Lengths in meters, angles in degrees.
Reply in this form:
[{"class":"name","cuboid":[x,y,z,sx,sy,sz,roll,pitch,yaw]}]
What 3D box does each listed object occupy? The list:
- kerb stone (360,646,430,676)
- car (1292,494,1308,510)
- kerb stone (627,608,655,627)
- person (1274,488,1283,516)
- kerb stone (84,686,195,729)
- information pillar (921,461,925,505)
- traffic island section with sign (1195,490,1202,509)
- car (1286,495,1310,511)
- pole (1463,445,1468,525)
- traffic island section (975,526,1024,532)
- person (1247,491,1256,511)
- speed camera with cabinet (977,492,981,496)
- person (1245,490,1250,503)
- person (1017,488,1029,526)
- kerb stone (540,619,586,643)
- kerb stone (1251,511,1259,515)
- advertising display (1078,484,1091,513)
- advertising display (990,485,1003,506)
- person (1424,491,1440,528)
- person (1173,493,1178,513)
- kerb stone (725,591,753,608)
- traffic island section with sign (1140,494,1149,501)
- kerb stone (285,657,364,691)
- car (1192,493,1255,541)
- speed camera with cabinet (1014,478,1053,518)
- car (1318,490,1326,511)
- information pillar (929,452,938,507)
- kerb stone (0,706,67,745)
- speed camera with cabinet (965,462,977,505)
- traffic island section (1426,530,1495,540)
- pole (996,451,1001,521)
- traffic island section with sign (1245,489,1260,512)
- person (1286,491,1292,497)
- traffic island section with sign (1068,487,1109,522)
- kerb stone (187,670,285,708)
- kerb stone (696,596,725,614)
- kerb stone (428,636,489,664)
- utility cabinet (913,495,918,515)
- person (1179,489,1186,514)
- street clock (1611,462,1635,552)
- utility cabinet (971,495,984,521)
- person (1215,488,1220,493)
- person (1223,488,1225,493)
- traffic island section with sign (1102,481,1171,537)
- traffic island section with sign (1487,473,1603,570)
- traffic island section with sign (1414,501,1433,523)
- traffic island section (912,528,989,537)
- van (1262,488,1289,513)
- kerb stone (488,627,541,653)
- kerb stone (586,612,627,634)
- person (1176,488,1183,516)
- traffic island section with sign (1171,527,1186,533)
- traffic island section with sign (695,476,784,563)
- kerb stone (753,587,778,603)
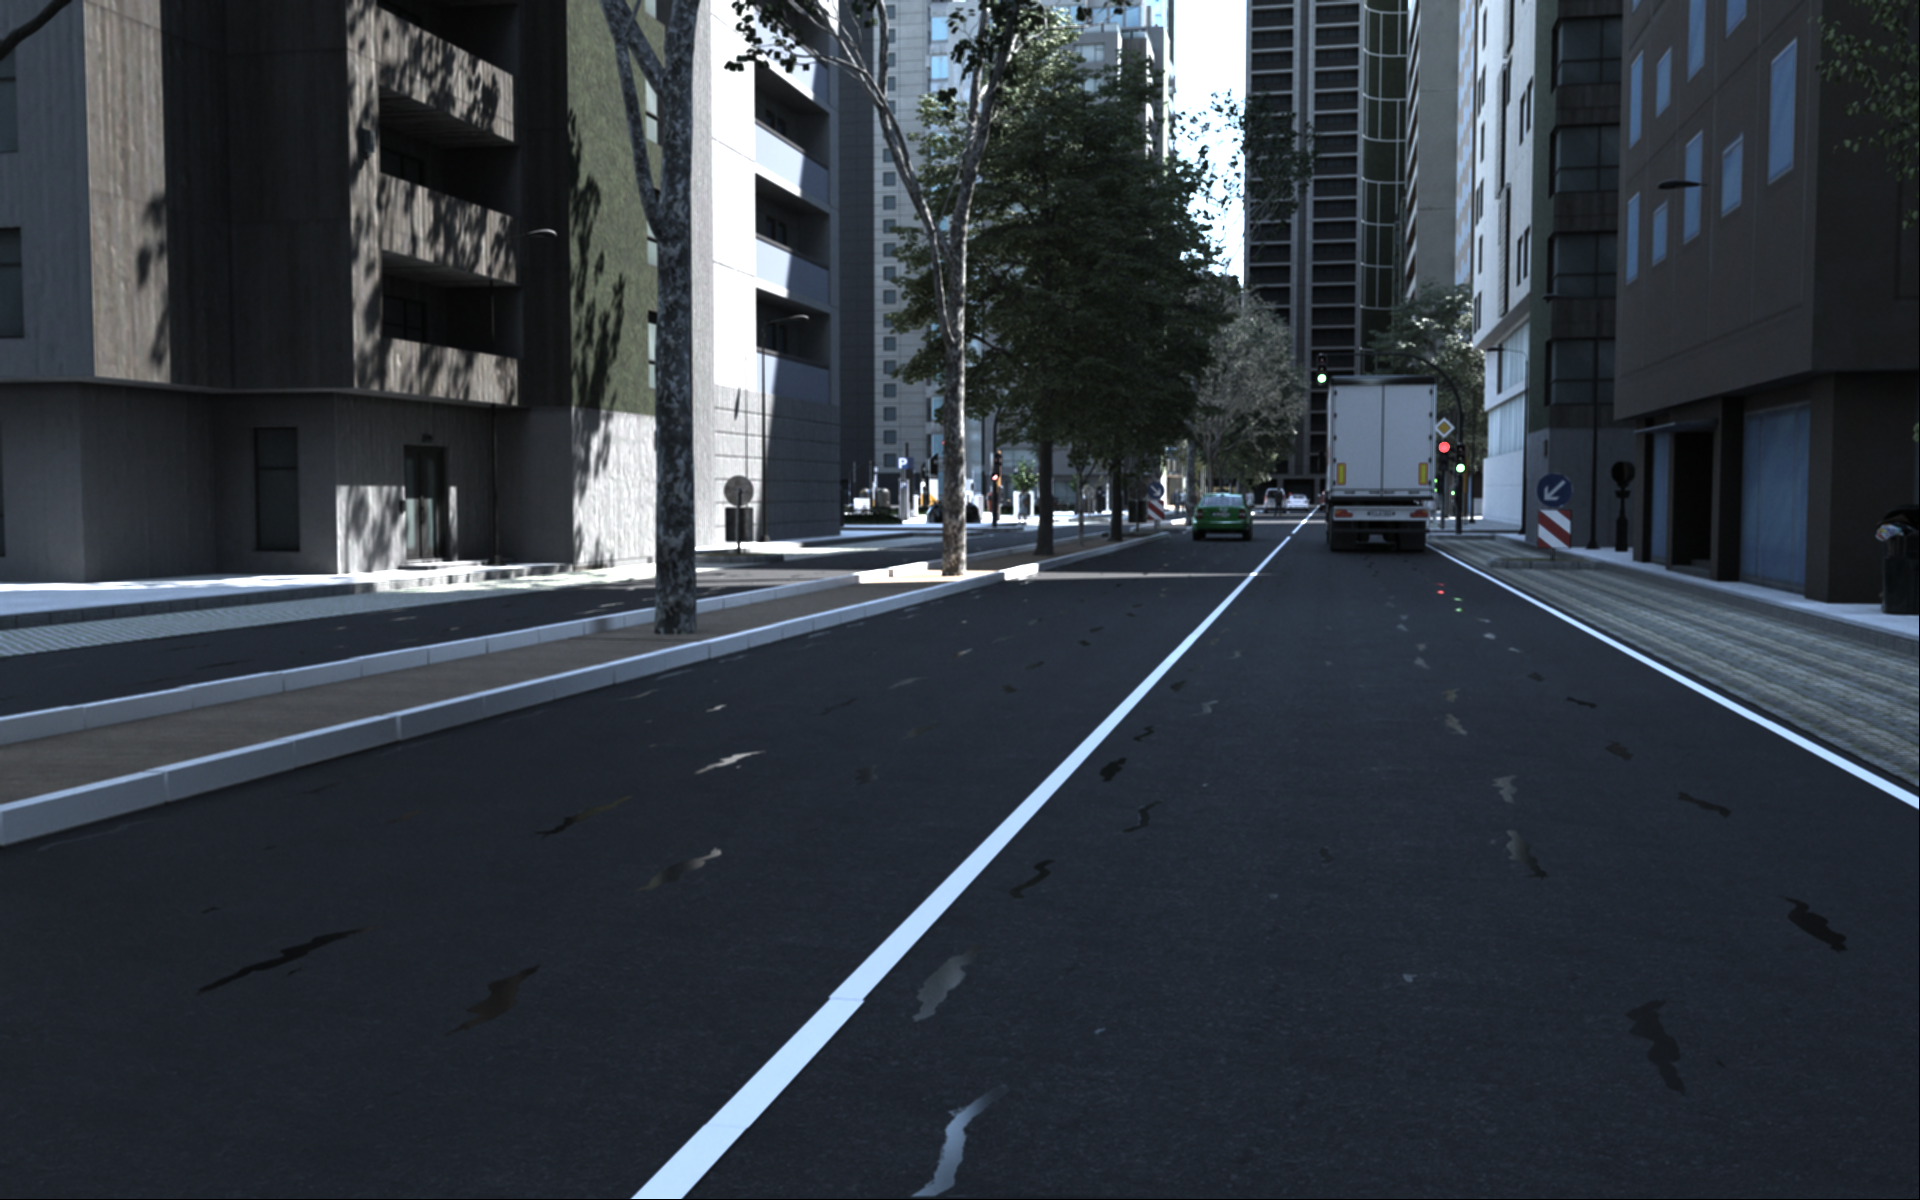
[{"class":"kerb stone","cuboid":[-4.608,0.502,13.982,0.120,0.150,1.000,1,4,12]},{"class":"car","cuboid":[31.044,-9.018,159.443,2.014,1.417,4.499,1,4,13]},{"class":"kerb stone","cuboid":[-3.536,0.195,19.012,0.120,0.150,1.000,1,4,12]},{"class":"person","cuboid":[20.710,-6.391,112.775,0.659,1.850,0.755,-1,4,-12]},{"class":"kerb stone","cuboid":[-5.242,0.692,10.982,0.120,0.150,1.000,1,4,12]},{"class":"information pillar","cuboid":[-2.648,-8.098,123.763,0.183,3.616,0.504,2,4,30]},{"class":"traffic island section with sign","cuboid":[22.921,-9.636,166.170,1.989,1.847,2.006,1,4,12]},{"class":"car","cuboid":[28.130,-8.068,144.268,2.083,1.381,4.827,1,4,11]},{"class":"pole","cuboid":[21.132,-4.804,72.391,0.158,3.312,0.155,0,3,0]},{"class":"traffic island section","cuboid":[1.311,-2.718,66.721,2.009,0.180,2.903,1,4,12]},{"class":"person","cuboid":[21.874,-7.433,130.389,0.694,1.780,0.624,2,4,35]},{"class":"speed camera with cabinet","cuboid":[1.155,-9.037,142.089,0.660,3.252,2.038,1,4,20]},{"class":"person","cuboid":[21.812,-7.481,131.647,0.643,1.720,0.563,-1,4,-23]},{"class":"person","cuboid":[2.792,-4.087,76.325,0.522,1.701,0.512,2,4,34]},{"class":"kerb stone","cuboid":[-3.962,0.318,16.997,0.120,0.150,1.000,1,4,12]},{"class":"kerb stone","cuboid":[21.360,-6.308,125.358,0.120,0.150,1.000,1,4,12]},{"class":"advertising display","cuboid":[8.267,-6.716,115.015,0.974,1.923,0.123,2,4,32]},{"class":"advertising display","cuboid":[2.639,-7.279,124.217,0.974,1.923,0.123,-2,4,-23]},{"class":"person","cuboid":[18.039,-3.527,66.045,0.514,1.842,0.818,-2,4,-31]},{"class":"person","cuboid":[16.483,-7.528,131.761,0.721,1.800,0.419,-3,5,-40]},{"class":"kerb stone","cuboid":[-2.883,0.011,22.009,0.120,0.150,1.000,1,4,12]},{"class":"traffic island section with sign","cuboid":[12.574,-6.675,117.768,1.989,1.847,2.006,1,4,12]},{"class":"kerb stone","cuboid":[-4.817,0.570,12.982,0.120,0.150,1.000,1,4,12]},{"class":"car","cuboid":[8.349,-2.816,54.846,1.959,1.807,4.718,1,4,11]},{"class":"speed camera with cabinet","cuboid":[3.931,-6.024,92.832,2.038,3.252,0.660,-1,4,-15]},{"class":"car","cuboid":[31.733,-8.522,148.000,2.281,1.827,5.304,1,4,12]},{"class":"information pillar","cuboid":[-1.449,-6.411,96.175,0.504,3.616,0.183,-1,4,-23]},{"class":"kerb stone","cuboid":[-5.455,0.747,9.982,0.120,0.150,1.000,1,4,12]},{"class":"speed camera with cabinet","cuboid":[0.324,-6.741,104.551,0.660,3.252,2.038,1,4,12]},{"class":"traffic island section","cuboid":[15.964,-2.027,55.429,2.009,0.180,2.903,1,4,12]},{"class":"pole","cuboid":[1.814,-5.366,81.576,0.158,3.312,0.155,0,3,0]},{"class":"traffic island section with sign","cuboid":[23.124,-7.977,138.554,2.006,1.907,1.989,1,4,12]},{"class":"person","cuboid":[38.737,-11.938,203.618,1.348,1.831,0.705,0,4,-3]},{"class":"traffic island section with sign","cuboid":[6.789,-5.021,90.722,1.989,1.847,2.006,1,4,12]},{"class":"kerb stone","cuboid":[-5.037,0.625,11.983,0.120,0.150,1.000,1,4,12]},{"class":"kerb stone","cuboid":[-3.106,0.072,21.012,0.120,0.150,1.000,1,4,12]},{"class":"kerb stone","cuboid":[-4.393,0.444,14.983,0.120,0.150,1.000,1,4,12]},{"class":"utility cabinet","cuboid":[-2.848,-5.149,95.355,1.020,1.237,0.306,1,4,18]},{"class":"person","cuboid":[15.970,-7.057,124.373,0.782,1.767,0.515,3,5,43]},{"class":"street clock","cuboid":[14.777,-2.083,38.630,0.358,2.002,0.471,-2,4,-31]},{"class":"utility cabinet","cuboid":[0.909,-4.459,84.068,0.306,1.237,1.020,-1,4,-11]},{"class":"person","cuboid":[15.790,-5.940,105.804,0.709,1.800,0.728,2,4,28]},{"class":"person","cuboid":[16.994,-6.308,111.907,0.678,1.792,0.850,2,4,25]},{"class":"traffic island section with sign","cuboid":[5.862,-3.039,57.827,2.006,1.907,1.989,1,4,12]},{"class":"traffic island section with sign","cuboid":[11.312,-1.527,33.595,1.989,1.847,2.006,1,4,12]},{"class":"traffic island section with sign","cuboid":[22.851,-4.826,87.535,1.989,1.847,2.006,1,4,12]},{"class":"traffic island section","cuboid":[-0.359,-2.240,58.912,2.009,0.180,2.903,1,4,12]},{"class":"van","cuboid":[23.704,-7.528,130.098,2.013,2.044,4.112,1,4,11]},{"class":"kerb stone","cuboid":[-4.171,0.382,15.993,0.120,0.150,1.000,1,4,12]},{"class":"kerb stone","cuboid":[-3.746,0.256,18.008,0.120,0.150,1.000,1,4,12]},{"class":"person","cuboid":[14.178,-6.312,111.885,0.526,1.800,0.537,2,4,32]},{"class":"traffic island section with sign","cuboid":[7.420,-3.482,65.069,2.006,1.907,1.989,1,4,12]},{"class":"traffic island section with sign","cuboid":[-4.809,-1.705,36.505,1.989,1.847,2.006,1,4,12]},{"class":"kerb stone","cuboid":[-2.673,-0.051,23.022,0.120,0.150,1.000,1,4,12]}]
